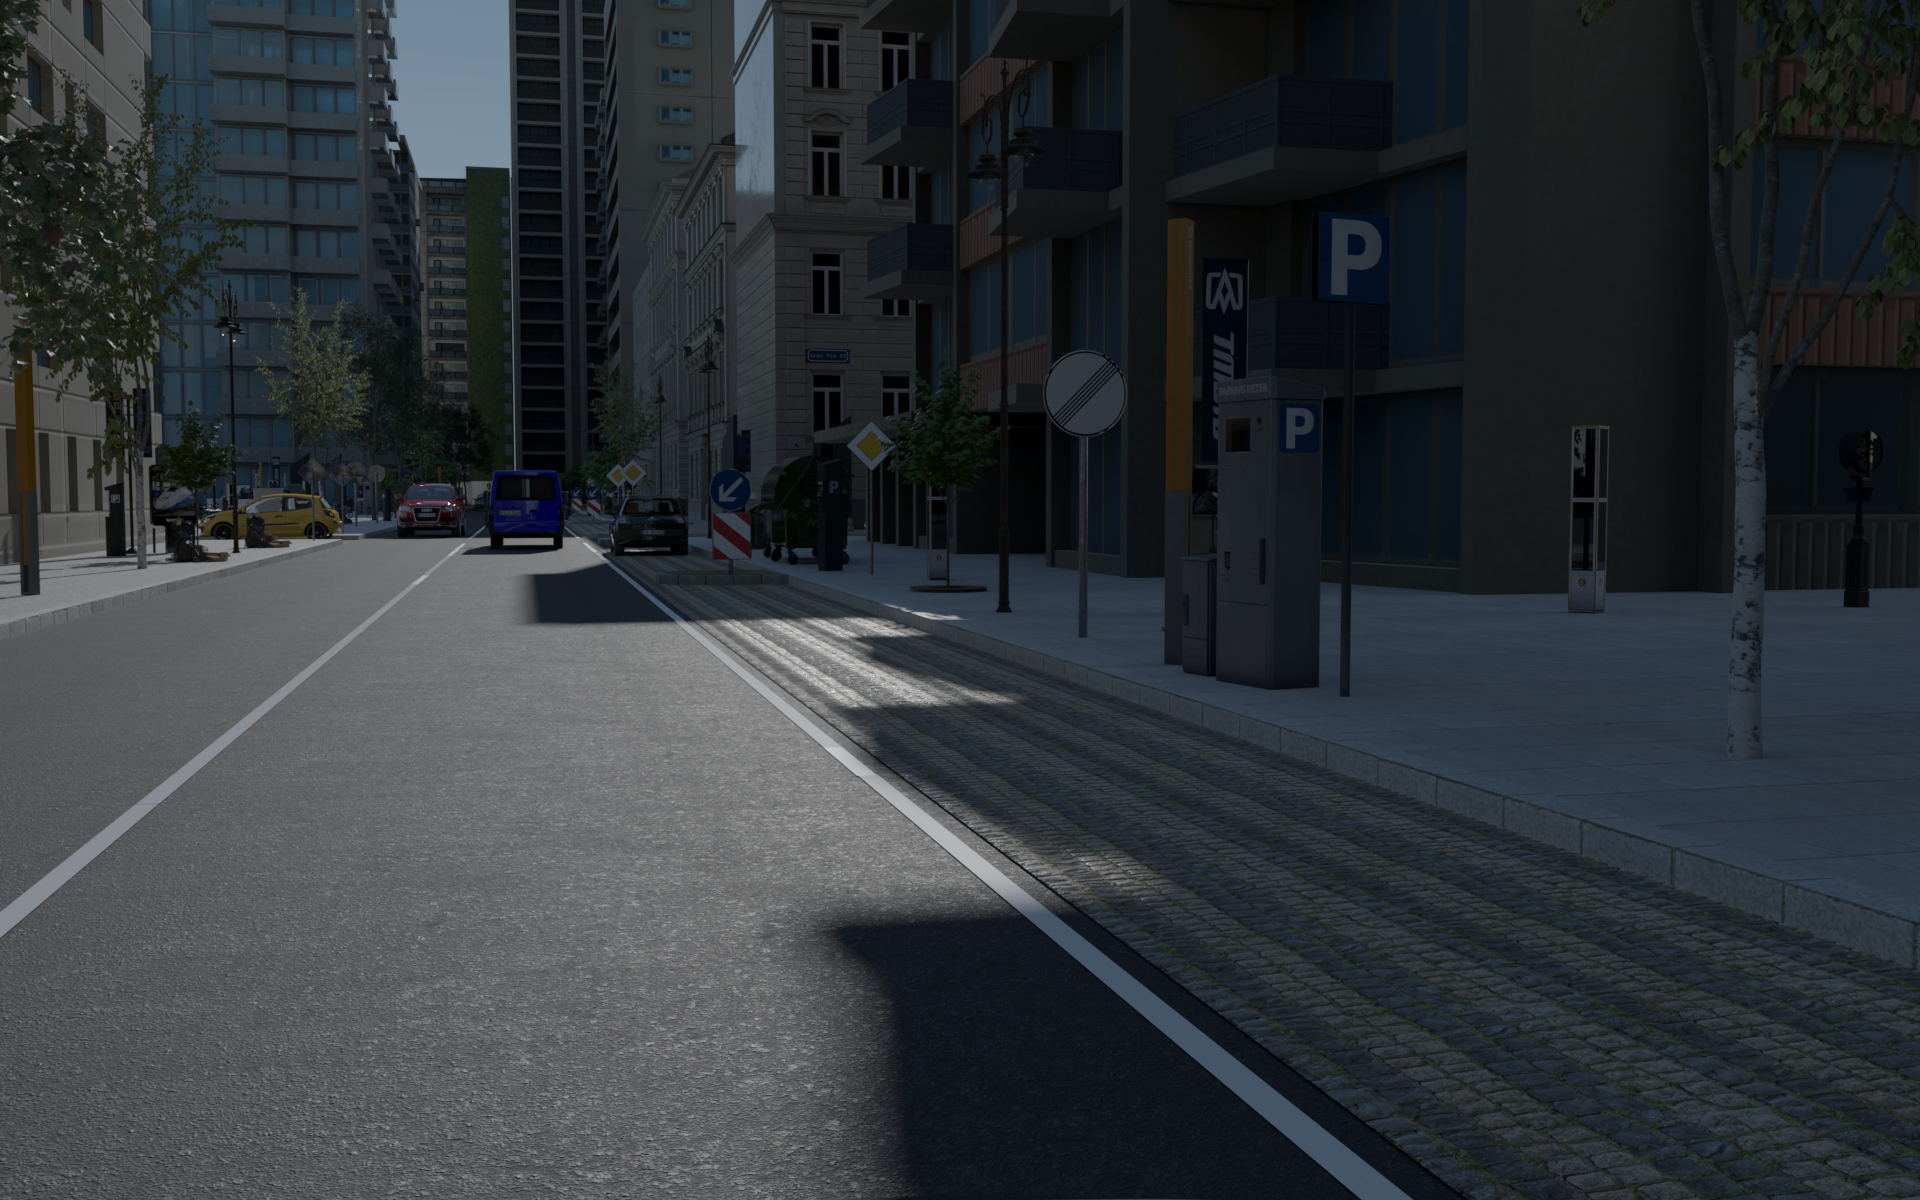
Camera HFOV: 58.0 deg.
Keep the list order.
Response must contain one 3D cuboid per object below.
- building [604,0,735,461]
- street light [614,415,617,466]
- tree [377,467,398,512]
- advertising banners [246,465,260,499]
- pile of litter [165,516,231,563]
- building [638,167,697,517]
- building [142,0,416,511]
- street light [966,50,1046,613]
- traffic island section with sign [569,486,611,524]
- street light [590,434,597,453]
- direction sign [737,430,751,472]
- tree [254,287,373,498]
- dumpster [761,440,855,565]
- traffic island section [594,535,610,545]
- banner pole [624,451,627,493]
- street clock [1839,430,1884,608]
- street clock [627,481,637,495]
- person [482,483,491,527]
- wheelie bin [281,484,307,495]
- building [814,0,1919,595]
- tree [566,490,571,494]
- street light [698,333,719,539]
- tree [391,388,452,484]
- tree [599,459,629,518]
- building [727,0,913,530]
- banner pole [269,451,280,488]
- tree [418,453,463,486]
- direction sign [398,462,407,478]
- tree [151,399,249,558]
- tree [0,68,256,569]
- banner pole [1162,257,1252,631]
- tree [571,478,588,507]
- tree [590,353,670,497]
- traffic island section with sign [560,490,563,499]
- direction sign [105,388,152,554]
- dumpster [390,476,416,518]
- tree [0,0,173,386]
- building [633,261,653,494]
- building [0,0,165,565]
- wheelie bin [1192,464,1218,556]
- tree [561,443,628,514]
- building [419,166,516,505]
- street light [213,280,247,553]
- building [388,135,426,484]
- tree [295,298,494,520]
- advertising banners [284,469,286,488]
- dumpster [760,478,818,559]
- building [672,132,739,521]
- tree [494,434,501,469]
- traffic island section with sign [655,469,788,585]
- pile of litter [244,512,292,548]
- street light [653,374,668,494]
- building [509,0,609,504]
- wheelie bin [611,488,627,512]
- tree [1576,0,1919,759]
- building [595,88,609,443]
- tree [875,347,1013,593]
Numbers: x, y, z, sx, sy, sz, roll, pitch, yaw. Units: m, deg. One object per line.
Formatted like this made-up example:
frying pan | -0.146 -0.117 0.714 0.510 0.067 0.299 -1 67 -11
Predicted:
building | -19.369 -32.222 150.536 21.300 48.544 21.600 -1 4 -14
street light | -19.610 -7.701 98.694 0.468 5.910 1.993 -1 4 -14
tree | -41.269 -7.992 125.273 1.663 3.219 1.824 0 3 0
advertising banners | -41.600 -6.471 101.989 0.090 3.025 2.074 0 4 -1
pile of litter | -14.609 -1.175 33.171 1.176 0.858 1.719 -1 4 -20
building | -13.007 -16.479 105.587 11.583 22.565 21.152 -1 4 -14
building | -56.855 -31.729 138.378 23.786 49.044 30.456 -1 4 -14
street light | 0.477 -2.804 18.627 0.468 5.910 1.993 -1 4 -14
traffic island section with sign | -17.590 -4.519 82.509 1.989 1.847 2.006 -1 4 -14
street light | -27.461 -9.602 129.776 0.468 5.910 1.993 -1 4 -14
direction sign | -7.783 -4.225 61.077 0.876 3.537 0.379 -2 4 -30
tree | -22.648 -6.779 61.201 4.360 8.622 3.978 0 3 0
dumpster | -2.822 -1.813 32.138 1.502 2.255 1.985 -1 4 -14
traffic island section | -9.334 -1.675 49.668 2.009 0.180 2.903 -1 4 -14
banner pole | -19.485 -6.785 100.944 0.401 3.779 0.863 -2 4 -25
street clock | 10.172 -0.919 19.597 0.471 2.002 0.358 -2 4 -27
street clock | -15.658 -4.779 82.706 0.471 2.002 0.358 -1 4 -14
person | -20.264 -4.079 74.558 0.474 1.900 0.648 0 4 5
wheelie bin | -20.943 -2.846 54.438 0.693 1.594 0.980 1 4 20
building | 9.849 -23.294 35.475 22.147 44.769 28.867 -1 4 -14
tree | -45.700 -12.786 203.644 1.663 3.219 1.824 0 3 0
street light | -7.206 -4.705 49.714 0.468 5.910 1.993 -1 4 -14
tree | -34.438 -9.822 110.957 4.737 8.622 4.395 0 3 0
tree | -20.815 -6.740 104.804 1.663 3.219 1.824 0 3 0
building | 3.773 -16.645 69.404 25.104 27.353 12.463 -1 4 -14
banner pole | -40.272 -6.831 101.701 0.401 3.779 0.863 3 4 37
tree | -44.409 -10.016 147.478 4.285 4.588 4.351 0 3 0
direction sign | -39.933 -8.079 124.087 0.876 3.537 0.379 2 4 34
tree | -15.667 -2.491 35.334 1.663 3.219 1.824 0 3 0
tree | -14.270 -4.834 29.401 4.737 8.622 4.395 0 3 0
banner pole | 2.315 -1.600 16.177 0.863 3.779 0.401 -1 4 -14
tree | -38.570 -11.181 177.417 1.663 3.219 1.824 0 3 0
tree | -17.440 -8.553 90.210 4.737 8.622 4.395 0 3 0
traffic island section with sign | -24.171 -6.118 108.652 1.989 1.847 2.006 -1 4 -14
direction sign | -17.744 -2.755 37.036 0.876 3.537 0.379 -1 4 -20
dumpster | -29.615 -5.510 92.574 1.502 2.255 1.985 -1 4 -14
tree | -10.879 -5.836 12.428 9.611 12.733 9.660 0 3 0
building | -17.608 -16.481 124.224 10.420 20.320 16.860 -1 4 -14
building | -31.642 -11.201 28.172 28.899 21.520 27.650 -1 4 -14
wheelie bin | 2.648 -0.640 18.365 0.693 1.594 0.980 3 5 43
tree | -23.082 -7.896 112.808 4.285 4.588 4.351 0 3 0
building | -63.373 -32.681 217.928 14.086 41.232 14.154 -1 4 -14
street light | -15.750 -3.959 37.515 0.468 5.910 1.993 -1 4 -14
building | -68.252 -29.818 179.403 23.993 40.220 32.217 -1 4 -14
tree | -28.671 -9.125 83.600 8.767 10.594 7.601 2 4 32
advertising banners | -47.511 -7.711 122.268 0.090 3.025 2.074 -2 4 -30
dumpster | -3.217 -1.747 34.323 1.264 1.857 1.865 -1 4 -14
building | -7.953 -13.487 85.140 10.561 19.102 19.286 -1 4 -14
tree | -31.643 -10.034 98.472 8.767 10.594 7.601 3 4 39
traffic island section with sign | -3.899 -1.186 28.019 1.989 1.847 2.006 -1 4 -14
pile of litter | -16.706 -1.698 41.731 1.176 0.858 1.719 0 4 -8
street light | -11.555 -5.753 66.846 0.468 5.910 1.993 -1 4 -14
building | -47.201 -48.048 223.833 20.611 71.187 20.563 -1 4 -14
wheelie bin | -18.094 -5.154 92.170 0.980 1.594 0.693 2 4 24
tree | 3.888 -3.524 7.976 4.737 8.622 4.395 0 3 0
building | -28.074 -34.865 189.643 23.786 49.044 30.456 -1 4 -14
tree | -0.176 -1.737 23.002 1.663 3.219 1.824 0 3 0
